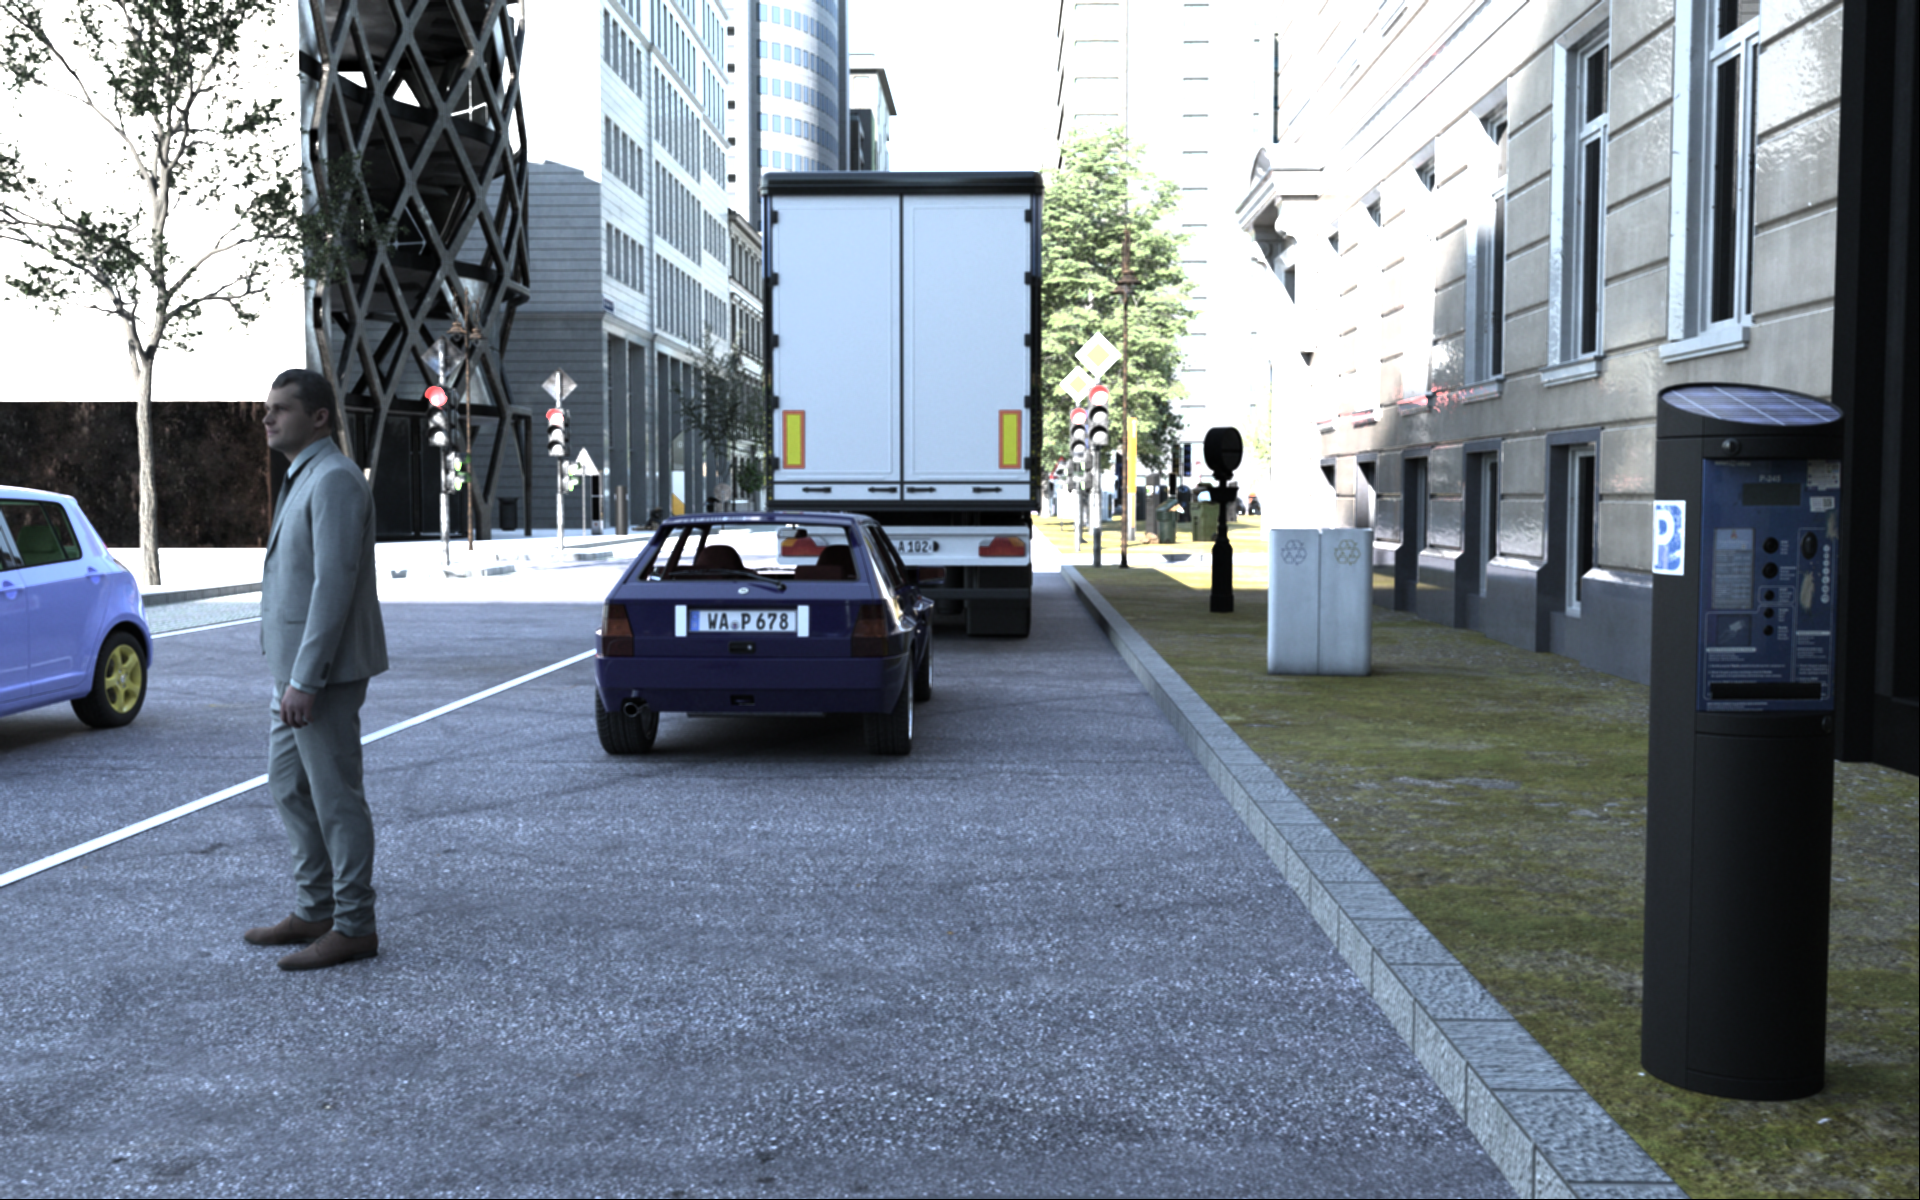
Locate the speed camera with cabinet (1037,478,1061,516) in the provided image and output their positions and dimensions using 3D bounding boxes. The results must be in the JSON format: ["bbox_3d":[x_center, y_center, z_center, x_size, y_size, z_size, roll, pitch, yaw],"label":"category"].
[{"bbox_3d":[5.241,-6.558,101.556,0.660,3.252,2.038,-2,4,-26],"label":"speed camera with cabinet"}]

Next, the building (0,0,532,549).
[{"bbox_3d":[-21.065,-11.071,48.455,16.820,18.784,16.811,0,4,1],"label":"building"}]

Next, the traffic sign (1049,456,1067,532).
[{"bbox_3d":[3.461,-3.606,58.955,0.884,2.594,0.081,1,4,9],"label":"traffic sign"}]

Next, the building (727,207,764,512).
[{"bbox_3d":[-16.832,-14.565,102.763,10.561,19.102,19.286,0,4,1],"label":"building"}]

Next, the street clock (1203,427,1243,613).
[{"bbox_3d":[2.853,-0.871,18.810,0.358,2.002,0.471,3,4,39],"label":"street clock"}]

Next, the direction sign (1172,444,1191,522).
[{"bbox_3d":[10.003,-5.276,78.253,0.876,3.537,0.379,1,4,23],"label":"direction sign"}]

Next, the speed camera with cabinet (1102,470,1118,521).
[{"bbox_3d":[6.993,-5.381,82.311,0.660,3.252,2.038,1,4,19],"label":"speed camera with cabinet"}]

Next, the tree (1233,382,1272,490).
[{"bbox_3d":[19.697,-9.773,110.154,4.737,8.622,4.395,0,3,0],"label":"tree"}]

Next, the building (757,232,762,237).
[{"bbox_3d":[-24.828,-17.381,129.220,27.650,21.520,28.899,0,4,1],"label":"building"}]

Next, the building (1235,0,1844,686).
[{"bbox_3d":[10.988,-14.166,17.520,13.634,28.700,20.117,0,4,1],"label":"building"}]

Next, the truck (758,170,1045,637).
[{"bbox_3d":[-0.345,-1.941,20.654,2.839,4.237,11.283,0,4,2],"label":"truck"}]

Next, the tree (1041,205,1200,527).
[{"bbox_3d":[4.769,-9.166,66.873,9.611,12.733,9.660,0,3,0],"label":"tree"}]

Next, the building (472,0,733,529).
[{"bbox_3d":[-18.088,-18.359,77.668,11.434,29.767,29.804,0,4,1],"label":"building"}]

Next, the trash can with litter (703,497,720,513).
[{"bbox_3d":[-10.087,-3.676,71.486,0.624,1.170,1.055,1,4,22],"label":"trash can with litter"}]

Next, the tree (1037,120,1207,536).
[{"bbox_3d":[3.922,-8.256,53.112,7.486,12.596,7.792,0,3,0],"label":"tree"}]

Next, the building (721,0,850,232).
[{"bbox_3d":[-21.663,-37.628,157.209,21.231,58.520,28.212,0,4,1],"label":"building"}]

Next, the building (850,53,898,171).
[{"bbox_3d":[-22.582,-38.121,212.523,28.713,52.752,27.495,0,4,1],"label":"building"}]

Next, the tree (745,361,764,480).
[{"bbox_3d":[-9.687,-8.647,91.743,4.737,8.622,4.395,0,3,0],"label":"tree"}]

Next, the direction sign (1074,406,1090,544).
[{"bbox_3d":[3.153,-3.231,44.830,0.379,3.537,0.876,-1,4,-23],"label":"direction sign"}]

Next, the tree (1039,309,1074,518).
[{"bbox_3d":[4.669,-11.458,93.990,9.857,13.997,8.962,0,3,0],"label":"tree"}]

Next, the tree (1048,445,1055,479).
[{"bbox_3d":[5.677,-11.820,143.617,4.737,8.622,4.395,0,3,0],"label":"tree"}]

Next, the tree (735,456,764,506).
[{"bbox_3d":[-10.457,-5.643,86.858,1.663,3.219,1.824,0,3,0],"label":"tree"}]

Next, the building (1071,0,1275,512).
[{"bbox_3d":[15.143,-27.170,127.823,14.154,41.232,14.086,0,4,1],"label":"building"}]

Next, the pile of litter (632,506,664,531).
[{"bbox_3d":[-10.813,-2.858,60.689,1.176,0.858,1.719,-2,4,-33],"label":"pile of litter"}]

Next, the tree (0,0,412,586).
[{"bbox_3d":[-11.428,-5.451,23.542,8.767,10.594,7.601,1,4,20],"label":"tree"}]

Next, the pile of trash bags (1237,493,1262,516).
[{"bbox_3d":[17.169,-5.710,103.118,1.912,1.369,3.447,1,4,19],"label":"pile of trash bags"}]

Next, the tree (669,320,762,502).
[{"bbox_3d":[-10.074,-7.482,72.695,4.360,8.622,3.978,0,3,0],"label":"tree"}]

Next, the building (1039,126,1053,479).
[{"bbox_3d":[20.728,-36.319,217.509,21.300,48.544,21.600,0,4,1],"label":"building"}]

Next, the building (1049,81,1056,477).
[{"bbox_3d":[20.558,-33.740,171.253,23.786,49.044,30.456,0,4,1],"label":"building"}]

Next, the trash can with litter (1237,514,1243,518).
[{"bbox_3d":[14.195,-5.044,93.521,2.233,1.210,1.678,0,4,4],"label":"trash can with litter"}]

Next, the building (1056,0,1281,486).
[{"bbox_3d":[19.006,-31.903,145.320,21.300,48.544,21.600,0,4,1],"label":"building"}]

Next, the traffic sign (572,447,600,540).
[{"bbox_3d":[-10.497,-2.956,48.331,0.884,2.594,0.081,0,4,2],"label":"traffic sign"}]

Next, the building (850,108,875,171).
[{"bbox_3d":[-16.200,-30.283,178.718,14.154,41.232,14.086,0,4,1],"label":"building"}]
